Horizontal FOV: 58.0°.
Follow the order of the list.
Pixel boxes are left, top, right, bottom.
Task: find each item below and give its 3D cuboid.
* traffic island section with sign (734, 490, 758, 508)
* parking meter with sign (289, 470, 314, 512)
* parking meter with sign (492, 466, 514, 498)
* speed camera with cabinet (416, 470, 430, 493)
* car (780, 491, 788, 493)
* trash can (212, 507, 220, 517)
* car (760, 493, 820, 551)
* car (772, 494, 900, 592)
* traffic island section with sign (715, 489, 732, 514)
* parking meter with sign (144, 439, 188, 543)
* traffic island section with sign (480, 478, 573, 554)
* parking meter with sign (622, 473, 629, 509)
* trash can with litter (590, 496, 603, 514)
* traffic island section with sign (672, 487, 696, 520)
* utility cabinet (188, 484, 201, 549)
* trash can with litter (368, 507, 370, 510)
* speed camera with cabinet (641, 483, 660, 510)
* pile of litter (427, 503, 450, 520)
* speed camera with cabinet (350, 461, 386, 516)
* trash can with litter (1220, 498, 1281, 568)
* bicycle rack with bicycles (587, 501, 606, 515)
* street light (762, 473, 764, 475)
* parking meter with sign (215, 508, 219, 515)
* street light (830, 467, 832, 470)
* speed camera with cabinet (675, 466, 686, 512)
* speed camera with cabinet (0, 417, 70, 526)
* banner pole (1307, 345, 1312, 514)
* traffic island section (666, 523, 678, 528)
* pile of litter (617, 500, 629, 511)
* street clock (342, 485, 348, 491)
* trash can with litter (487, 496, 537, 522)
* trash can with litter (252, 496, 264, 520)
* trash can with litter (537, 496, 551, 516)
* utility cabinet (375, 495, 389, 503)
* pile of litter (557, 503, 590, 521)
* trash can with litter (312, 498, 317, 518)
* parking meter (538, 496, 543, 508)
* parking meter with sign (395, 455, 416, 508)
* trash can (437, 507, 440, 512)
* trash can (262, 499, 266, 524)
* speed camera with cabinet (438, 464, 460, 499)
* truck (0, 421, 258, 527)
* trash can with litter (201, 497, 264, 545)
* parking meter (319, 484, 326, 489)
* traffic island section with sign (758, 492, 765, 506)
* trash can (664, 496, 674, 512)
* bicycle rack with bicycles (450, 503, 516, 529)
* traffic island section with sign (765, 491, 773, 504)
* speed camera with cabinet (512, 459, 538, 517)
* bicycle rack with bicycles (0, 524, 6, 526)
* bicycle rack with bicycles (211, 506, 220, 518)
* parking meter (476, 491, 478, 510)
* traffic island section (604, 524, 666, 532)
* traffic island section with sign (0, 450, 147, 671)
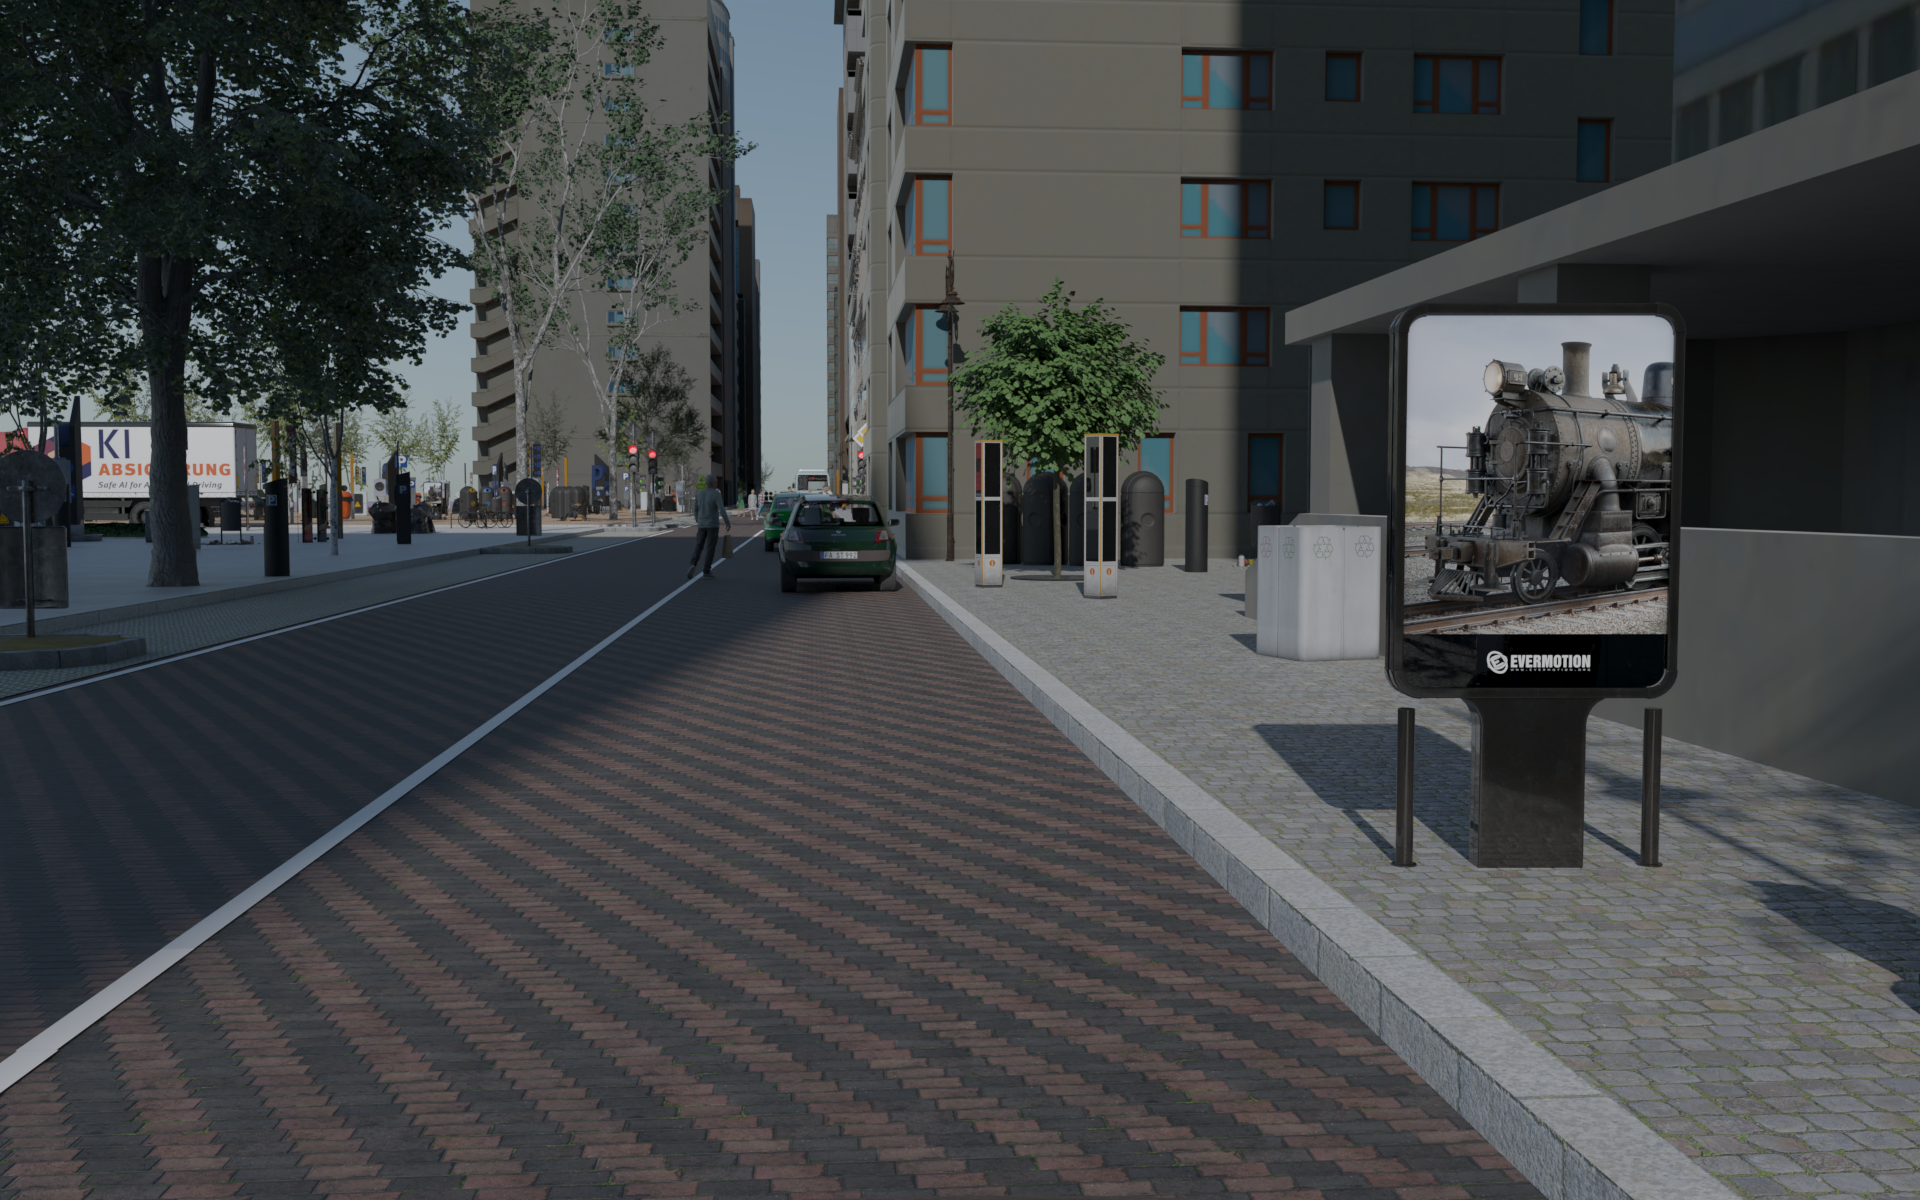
[{"bbox_3d":[-21.566,-10.078,173.400,1.989,1.847,2.006,0,4,-5],"label":"traffic island section with sign"},{"bbox_3d":[-48.267,-7.987,126.855,1.738,3.016,0.543,-2,4,-28],"label":"parking meter with sign"},{"bbox_3d":[-27.955,-6.775,107.033,1.738,3.016,0.543,-3,5,-42],"label":"parking meter with sign"},{"bbox_3d":[-42.485,-8.684,136.322,2.038,3.252,0.660,-1,4,-21],"label":"speed camera with cabinet"},{"bbox_3d":[-24.120,-14.104,239.265,2.281,1.827,5.304,0,4,-5],"label":"car"},{"bbox_3d":[-41.284,-5.184,96.406,0.748,1.137,0.748,0,3,0],"label":"trash can"},{"bbox_3d":[-4.163,-2.194,44.667,1.959,1.807,4.718,0,4,-6],"label":"car"},{"bbox_3d":[-1.906,-1.036,26.732,2.009,1.686,4.222,0,4,-5],"label":"car"},{"bbox_3d":[-17.414,-7.070,124.223,1.989,1.847,2.006,0,4,-5],"label":"traffic island section with sign"},{"bbox_3d":[-21.324,-3.071,46.479,0.543,3.016,1.738,0,4,-1],"label":"parking meter with sign"},{"bbox_3d":[-10.463,-2.039,41.969,1.989,1.847,2.006,0,4,-5],"label":"traffic island section with sign"},{"bbox_3d":[-27.491,-8.952,142.625,0.543,3.016,1.738,-1,4,-12],"label":"parking meter with sign"},{"bbox_3d":[-23.854,-6.209,112.897,0.624,1.170,1.055,3,5,40],"label":"trash can with litter"},{"bbox_3d":[-15.137,-5.427,97.364,1.989,1.847,2.006,0,4,-5],"label":"traffic island section with sign"},{"bbox_3d":[-17.921,-1.901,39.760,1.173,1.500,0.318,2,4,35],"label":"utility cabinet"},{"bbox_3d":[-47.341,-7.739,137.921,1.055,1.170,0.624,1,4,23],"label":"trash can with litter"},{"bbox_3d":[-24.675,-8.785,137.968,0.660,3.252,2.038,1,4,20],"label":"speed camera with cabinet"},{"bbox_3d":[-26.183,-4.403,85.950,1.719,0.858,1.176,2,4,24],"label":"pile of litter"},{"bbox_3d":[-34.833,-6.576,101.849,2.038,3.252,0.660,-1,4,-15],"label":"speed camera with cabinet"},{"bbox_3d":[5.774,-1.192,30.548,2.233,1.210,1.678,1,4,16],"label":"trash can with litter"},{"bbox_3d":[-23.369,-5.707,106.691,2.852,0.926,2.925,-2,4,-31],"label":"bicycle rack with bicycles"},{"bbox_3d":[-34.475,-20.189,302.880,0.468,5.910,1.993,0,4,-5],"label":"street light"},{"bbox_3d":[-42.431,-6.262,98.649,0.543,3.016,1.738,-1,4,-21],"label":"parking meter with sign"},{"bbox_3d":[-16.503,-15.472,225.750,0.468,5.910,1.993,0,4,-5],"label":"street light"},{"bbox_3d":[-19.752,-7.835,122.434,0.660,3.252,2.038,0,4,-5],"label":"speed camera with cabinet"},{"bbox_3d":[-23.829,-3.058,44.330,2.038,3.252,0.660,1,4,13],"label":"speed camera with cabinet"},{"bbox_3d":[5.503,-2.248,26.768,0.401,3.779,0.863,-1,4,-12],"label":"banner pole"},{"bbox_3d":[-13.206,-3.196,74.540,2.009,0.180,2.903,0,4,-5],"label":"traffic island section"},{"bbox_3d":[-26.244,-7.357,134.252,1.176,0.858,1.719,0,4,3],"label":"pile of litter"},{"bbox_3d":[-49.614,-8.259,139.596,0.471,2.002,0.358,0,4,-1],"label":"street clock"},{"bbox_3d":[-21.192,-4.263,80.758,2.233,1.210,1.678,-2,4,-29],"label":"trash can with litter"},{"bbox_3d":[-34.068,-4.470,84.475,1.055,1.170,0.624,3,5,44],"label":"trash can with litter"},{"bbox_3d":[-24.724,-5.565,102.051,1.678,1.210,2.233,2,4,25],"label":"trash can with litter"},{"bbox_3d":[-31.990,-5.177,95.809,1.020,1.237,0.306,3,5,43],"label":"utility cabinet"},{"bbox_3d":[-18.251,-4.176,82.248,1.719,0.858,1.176,1,4,18],"label":"pile of litter"},{"bbox_3d":[-34.049,-4.913,91.716,1.055,1.170,0.624,-1,4,-8],"label":"trash can with litter"},{"bbox_3d":[-34.319,-8.313,141.624,0.255,1.863,0.399,1,4,23],"label":"parking meter"},{"bbox_3d":[-24.592,-4.951,77.204,0.543,3.016,1.738,-3,4,-38],"label":"parking meter with sign"},{"bbox_3d":[-32.842,-5.913,108.339,0.748,1.137,0.748,0,3,0],"label":"trash can"},{"bbox_3d":[-21.199,-2.564,53.575,0.748,1.137,0.748,0,3,0],"label":"trash can"},{"bbox_3d":[-33.423,-7.358,114.632,2.038,3.252,0.660,0,4,-7],"label":"speed camera with cabinet"},{"bbox_3d":[-33.761,-4.847,68.162,11.283,4.237,2.839,0,4,-3],"label":"truck"},{"bbox_3d":[-18.875,-2.018,44.044,2.233,1.210,1.678,0,4,3],"label":"trash can with litter"},{"bbox_3d":[-35.323,-5.527,96.080,0.399,1.863,0.255,1,4,16],"label":"parking meter"},{"bbox_3d":[-23.833,-11.721,200.260,1.989,1.847,2.006,0,4,-5],"label":"traffic island section with sign"},{"bbox_3d":[-20.925,-6.903,124.520,0.748,1.137,0.748,0,3,0],"label":"trash can"},{"bbox_3d":[-17.835,-3.159,65.037,2.925,0.926,2.852,2,4,30],"label":"bicycle rack with bicycles"},{"bbox_3d":[-28.535,-15.122,255.878,1.989,1.847,2.006,0,4,-5],"label":"traffic island section with sign"},{"bbox_3d":[-24.612,-6.261,96.711,2.038,3.252,0.660,-2,4,-30],"label":"speed camera with cabinet"},{"bbox_3d":[-17.695,-1.030,30.215,2.925,0.926,2.852,-1,4,-10],"label":"bicycle rack with bicycles"},{"bbox_3d":[-40.471,-4.871,93.030,2.925,0.926,2.852,-1,4,-16],"label":"bicycle rack with bicycles"},{"bbox_3d":[-37.749,-7.735,134.884,0.372,1.533,0.369,0,3,0],"label":"parking meter"},{"bbox_3d":[-12.533,-2.710,66.583,2.009,0.180,2.903,0,4,-5],"label":"traffic island section"},{"bbox_3d":[-8.170,-0.377,14.786,1.989,1.847,2.006,0,4,-5],"label":"traffic island section with sign"}]
